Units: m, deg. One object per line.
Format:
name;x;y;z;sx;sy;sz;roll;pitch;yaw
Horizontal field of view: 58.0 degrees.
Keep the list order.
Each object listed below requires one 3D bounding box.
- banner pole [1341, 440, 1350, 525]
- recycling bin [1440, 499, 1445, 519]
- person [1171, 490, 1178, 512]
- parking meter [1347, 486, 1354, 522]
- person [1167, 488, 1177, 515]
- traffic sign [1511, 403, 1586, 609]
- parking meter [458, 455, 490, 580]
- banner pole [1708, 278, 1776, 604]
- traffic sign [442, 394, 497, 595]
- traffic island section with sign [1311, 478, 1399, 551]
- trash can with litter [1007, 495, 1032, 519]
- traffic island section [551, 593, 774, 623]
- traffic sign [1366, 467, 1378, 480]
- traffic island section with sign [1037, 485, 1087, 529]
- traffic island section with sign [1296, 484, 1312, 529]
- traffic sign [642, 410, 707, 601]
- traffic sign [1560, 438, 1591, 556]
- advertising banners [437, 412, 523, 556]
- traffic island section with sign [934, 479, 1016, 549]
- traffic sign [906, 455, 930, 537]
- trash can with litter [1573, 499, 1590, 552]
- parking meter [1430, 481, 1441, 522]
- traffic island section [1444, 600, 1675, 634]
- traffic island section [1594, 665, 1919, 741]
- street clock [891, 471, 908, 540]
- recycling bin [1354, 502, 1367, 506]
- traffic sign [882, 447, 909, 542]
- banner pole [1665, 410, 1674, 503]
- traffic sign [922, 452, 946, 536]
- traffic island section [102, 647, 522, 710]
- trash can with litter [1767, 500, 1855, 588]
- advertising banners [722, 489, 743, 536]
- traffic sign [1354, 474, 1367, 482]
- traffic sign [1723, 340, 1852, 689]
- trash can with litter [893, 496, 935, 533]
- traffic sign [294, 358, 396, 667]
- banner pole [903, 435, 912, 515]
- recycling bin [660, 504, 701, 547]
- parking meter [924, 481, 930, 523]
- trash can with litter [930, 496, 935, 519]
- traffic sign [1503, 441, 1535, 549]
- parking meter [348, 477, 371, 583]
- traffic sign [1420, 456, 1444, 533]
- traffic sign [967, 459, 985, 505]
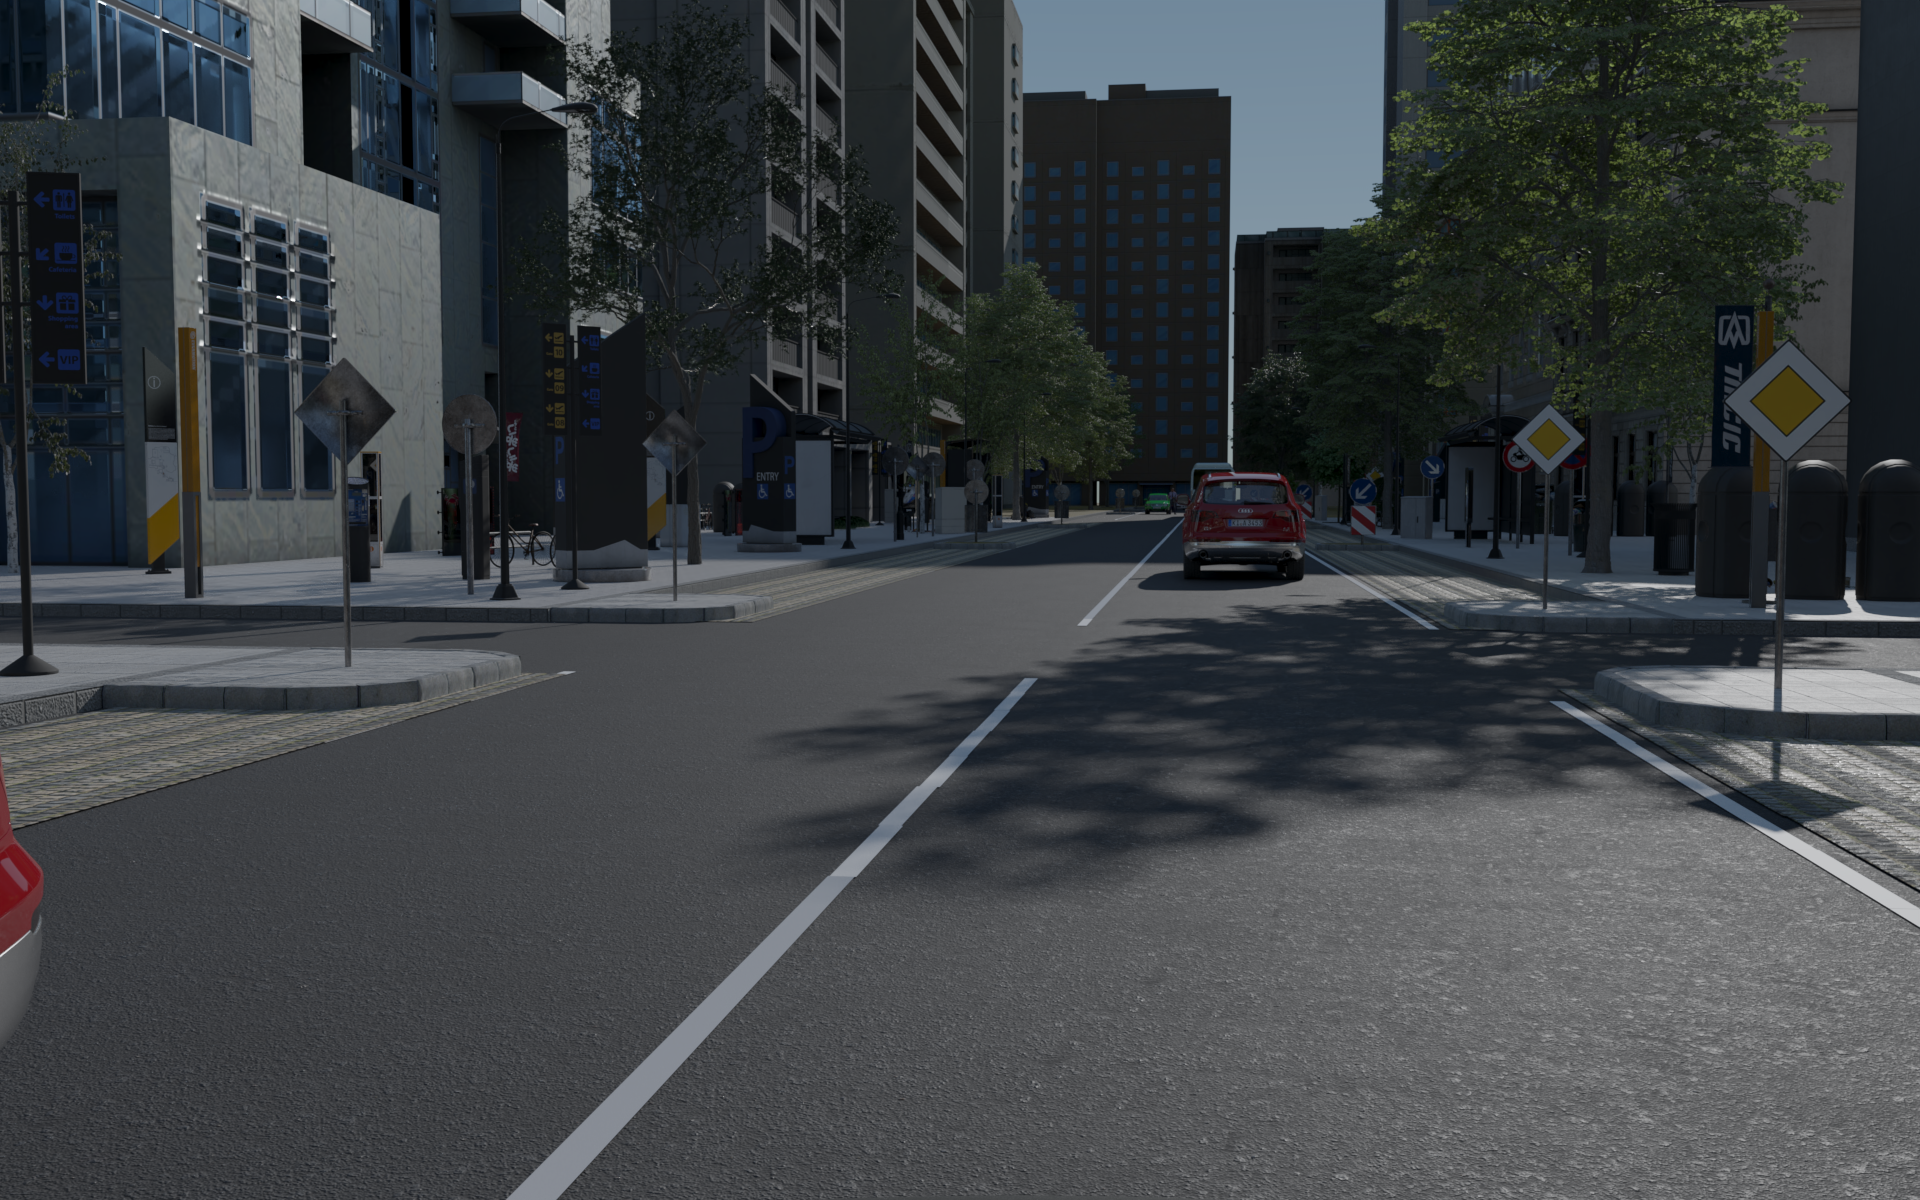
banner pole;15.879;-4.950;70.952;0.401;3.779;0.863;0;4;-1
recycling bin;24.871;-4.624;88.161;0.722;1.027;0.722;-1;4;-16
person;17.126;-7.976;139.442;0.750;1.759;0.617;-2;4;-26
parking meter;18.003;-4.547;80.057;0.399;1.863;0.255;0;4;5
person;14.803;-6.873;120.747;0.709;1.838;0.599;1;4;12
traffic sign;6.528;-0.956;19.276;0.795;2.450;0.064;0;4;8
parking meter;-7.288;-1.240;25.990;0.399;1.863;0.255;1;4;18
banner pole;9.165;-1.847;20.220;0.863;3.779;0.401;0;4;-1
traffic sign;-6.253;-1.343;22.057;0.768;2.556;0.104;1;4;13
traffic island section with sign;10.136;-2.183;44.315;1.989;1.847;2.006;0;4;8
trash can with litter;2.888;-4.718;88.195;1.678;1.210;2.233;2;4;29
traffic island section;-3.436;0.092;20.778;2.009;0.180;2.903;0;4;8
traffic sign;17.193;-4.315;71.741;0.795;2.450;0.064;1;4;10
traffic island section with sign;4.301;-3.904;72.458;1.989;1.847;2.006;0;4;8
traffic island section with sign;13.953;-3.815;71.000;1.989;1.847;2.006;0;4;8
traffic sign;-3.412;-1.044;20.713;0.795;2.450;0.064;0;4;8
traffic sign;12.706;-2.195;35.998;0.768;2.556;0.104;1;4;11
advertising banners;-10.031;-2.455;36.329;0.090;3.025;2.074;3;5;42
traffic island section with sign;0.431;-2.253;45.459;1.989;1.847;2.006;0;4;8
traffic sign;-1.261;-3.058;51.180;0.795;2.450;0.064;1;4;17
trash can with litter;13.850;-1.665;38.614;0.624;1.170;1.055;1;4;14
parking meter;21.794;-4.507;79.401;0.399;1.863;0.255;-1;4;-22
traffic island section;6.553;0.179;19.350;2.009;0.180;2.903;0;4;8
traffic island section;5.422;0.663;11.445;2.009;0.180;2.903;0;4;8
street clock;-1.685;-2.673;48.278;0.358;2.002;0.471;3;5;42
recycling bin;18.955;-4.268;82.333;0.722;1.027;0.722;-1;4;-15
traffic sign;-1.749;-2.843;46.588;0.768;2.556;0.104;1;4;17
banner pole;19.348;-3.500;47.235;0.401;3.779;0.863;1;4;11
traffic sign;-0.820;-3.200;52.433;0.768;2.556;0.104;1;4;14
traffic island section;-4.567;0.575;12.873;2.009;0.180;2.903;0;4;8
trash can with litter;11.558;-0.791;23.997;2.233;1.210;1.678;2;4;28
advertising banners;-6.829;-3.495;53.338;0.090;3.025;2.074;1;4;19
traffic sign;21.383;-5.672;92.839;0.768;2.556;0.104;1;4;10
traffic sign;5.398;-0.473;11.371;0.795;2.450;0.064;0;4;8
trash can with litter;-1.099;-2.864;57.885;1.678;1.210;2.233;-2;4;-35
traffic sign;-4.543;-0.561;12.808;0.795;2.450;0.064;0;4;8
banner pole;-2.169;-4.962;71.151;0.401;3.779;0.863;-2;4;-33
recycling bin;-6.784;-1.802;42.022;0.722;1.027;0.722;2;4;35
parking meter;-1.517;-4.339;76.647;0.255;1.863;0.399;1;4;19
trash can with litter;-1.200;-4.614;86.821;1.055;1.170;0.624;-3;4;-39
traffic sign;13.120;-2.481;40.672;0.768;2.556;0.104;1;4;8
parking meter;-8.784;-1.027;25.205;0.372;1.533;0.369;0;3;0
traffic sign;15.694;-3.516;57.592;0.768;2.556;0.104;1;4;16
traffic sign;0.512;-3.869;63.366;0.768;2.556;0.104;1;4;11
